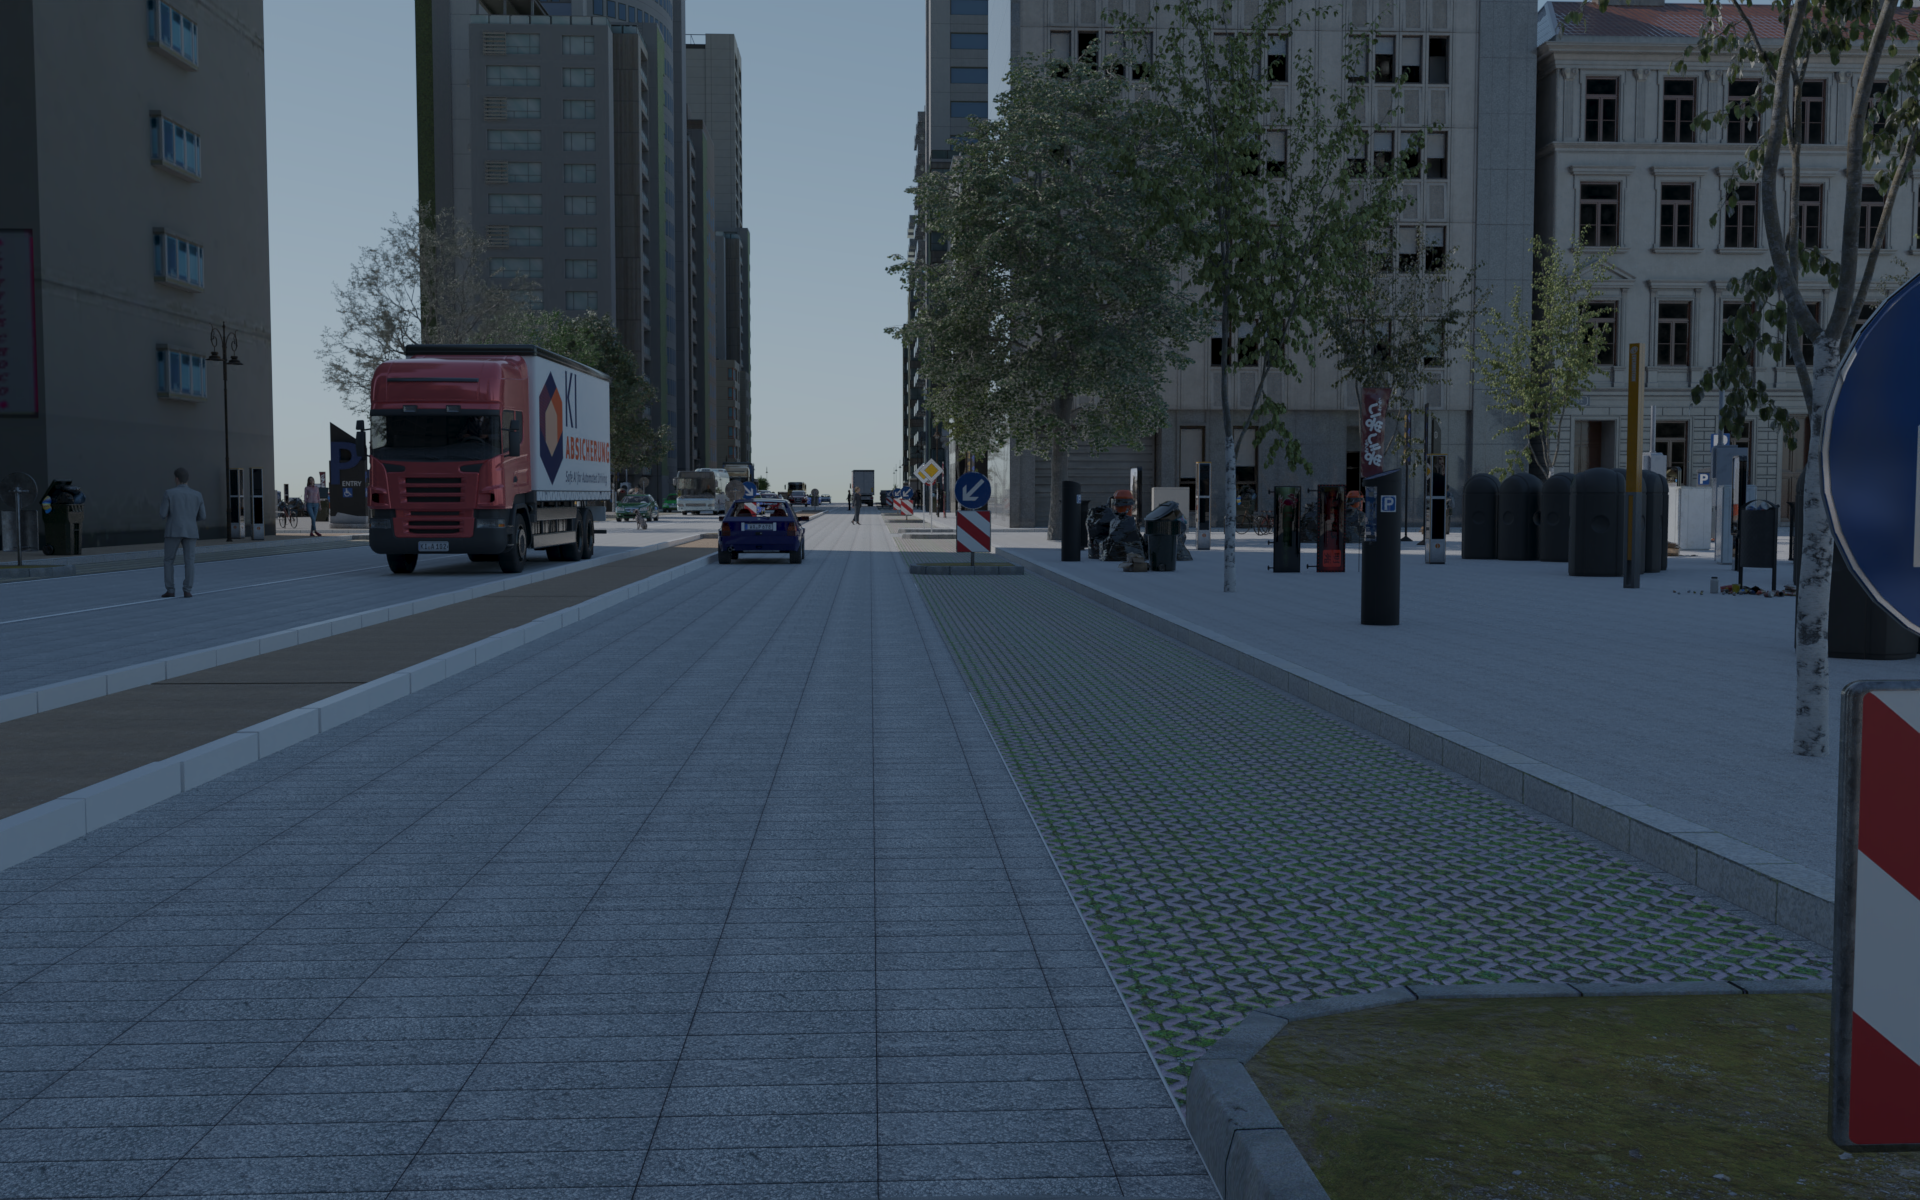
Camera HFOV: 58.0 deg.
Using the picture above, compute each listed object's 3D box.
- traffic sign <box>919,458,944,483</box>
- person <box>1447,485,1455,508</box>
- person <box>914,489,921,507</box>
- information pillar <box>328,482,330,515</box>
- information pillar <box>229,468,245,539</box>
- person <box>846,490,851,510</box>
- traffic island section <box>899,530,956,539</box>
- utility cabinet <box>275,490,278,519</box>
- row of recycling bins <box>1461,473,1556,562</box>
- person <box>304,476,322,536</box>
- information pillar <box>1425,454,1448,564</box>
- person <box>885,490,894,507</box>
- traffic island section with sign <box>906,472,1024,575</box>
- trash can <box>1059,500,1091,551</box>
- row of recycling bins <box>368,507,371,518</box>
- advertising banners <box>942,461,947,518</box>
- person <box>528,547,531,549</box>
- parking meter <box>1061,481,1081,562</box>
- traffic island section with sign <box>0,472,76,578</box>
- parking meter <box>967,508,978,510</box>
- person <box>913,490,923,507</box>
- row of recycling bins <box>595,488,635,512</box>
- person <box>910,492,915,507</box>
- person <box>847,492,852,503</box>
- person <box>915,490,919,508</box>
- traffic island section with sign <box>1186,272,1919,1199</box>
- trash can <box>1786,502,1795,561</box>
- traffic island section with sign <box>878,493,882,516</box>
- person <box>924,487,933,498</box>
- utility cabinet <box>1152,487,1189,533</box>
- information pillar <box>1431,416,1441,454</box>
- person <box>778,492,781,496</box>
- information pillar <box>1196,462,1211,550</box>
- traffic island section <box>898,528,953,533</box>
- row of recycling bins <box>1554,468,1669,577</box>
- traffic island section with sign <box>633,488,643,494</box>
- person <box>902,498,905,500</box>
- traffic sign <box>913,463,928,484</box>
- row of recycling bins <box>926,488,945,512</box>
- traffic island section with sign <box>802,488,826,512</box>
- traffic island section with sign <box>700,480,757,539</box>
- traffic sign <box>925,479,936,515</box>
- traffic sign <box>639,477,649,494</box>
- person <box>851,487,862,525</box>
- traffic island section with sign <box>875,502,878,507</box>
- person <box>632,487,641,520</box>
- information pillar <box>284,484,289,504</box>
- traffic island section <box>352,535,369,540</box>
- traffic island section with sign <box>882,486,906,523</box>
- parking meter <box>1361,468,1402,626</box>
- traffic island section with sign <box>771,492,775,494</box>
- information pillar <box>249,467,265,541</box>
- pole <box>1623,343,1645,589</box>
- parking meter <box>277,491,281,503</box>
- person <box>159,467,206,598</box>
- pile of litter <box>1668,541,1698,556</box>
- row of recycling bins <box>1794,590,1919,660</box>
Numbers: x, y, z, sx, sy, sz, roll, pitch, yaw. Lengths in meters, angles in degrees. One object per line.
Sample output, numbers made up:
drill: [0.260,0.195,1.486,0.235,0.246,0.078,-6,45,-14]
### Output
traffic sign: [-0.905,-3.301,56.155,0.795,2.593,0.064,0,4,-3]
person: [17.707,-3.323,63.177,0.623,1.781,0.721,-1,4,-16]
person: [-4.318,-10.010,170.262,0.990,1.755,0.434,-1,4,-13]
information pillar: [-38.652,-6.248,106.642,0.304,2.012,0.304,3,5,44]
information pillar: [-20.699,-2.757,49.570,0.304,2.012,0.304,0,4,3]
person: [-9.702,-8.726,151.305,0.705,1.807,1.348,-1,4,-16]
traffic island section: [-0.882,-2.077,56.239,2.009,0.180,2.903,0,4,-3]
utility cabinet: [-35.457,-4.928,89.249,0.318,1.500,1.173,-2,4,-33]
row of recycling bins: [11.228,-1.597,33.221,1.069,1.692,3.534,-3,5,-43]
person: [-19.621,-2.837,52.430,0.388,1.821,0.555,2,4,34]
information pillar: [8.710,-1.664,31.694,0.304,2.012,0.304,0,4,-1]
person: [-6.587,-9.726,167.530,1.348,1.823,0.705,1,4,10]
traffic island section with sign: [0.085,-1.391,31.376,1.989,1.847,2.006,0,4,-3]
trash can: [2.618,-1.701,39.460,0.748,1.137,0.748,0,3,0]
row of recycling bins: [-28.601,-4.970,88.368,1.069,1.692,3.534,3,4,38]
advertising banners: [-0.838,-5.891,92.499,0.090,3.025,2.074,0,4,-5]
person: [-11.119,-2.240,45.113,0.794,1.824,0.713,0,4,4]
parking meter: [2.116,-1.504,33.004,0.372,1.533,0.369,0,3,0]
traffic island section with sign: [-16.710,-1.325,30.289,1.989,1.847,2.006,0,4,-3]
parking meter: [0.451,-3.553,63.802,0.399,1.863,0.255,3,4,37]
person: [-4.039,-9.825,167.505,0.721,1.723,1.217,3,5,44]
row of recycling bins: [-24.871,-7.214,125.065,3.534,1.692,1.069,-2,4,-29]
person: [-4.657,-9.961,169.429,0.617,1.759,0.750,-1,4,-11]
person: [-14.198,-13.144,223.421,0.705,1.821,1.348,2,4,28]
person: [-4.102,-9.556,163.745,0.415,1.643,0.593,-1,4,-23]
traffic island section with sign: [1.526,0.314,3.491,1.989,1.847,2.006,0,4,-3]
trash can: [15.532,-1.228,31.736,0.748,1.137,0.748,0,3,0]
traffic island section with sign: [-4.195,-6.427,113.711,1.989,1.847,2.006,0,4,-3]
person: [-2.288,-8.282,141.081,1.348,1.869,0.705,-1,4,-10]
utility cabinet: [6.854,-2.922,56.452,1.173,1.500,0.318,0,4,-7]
information pillar: [14.349,-3.726,52.283,0.183,3.616,0.504,3,5,42]
person: [-25.110,-14.056,239.032,1.217,1.735,0.721,2,4,27]
information pillar: [5.588,-2.158,39.772,0.304,2.012,0.304,0,4,-1]
traffic island section: [-1.296,-2.565,64.213,2.009,0.180,2.903,0,4,-3]
row of recycling bins: [10.793,-1.289,28.192,1.069,1.692,3.534,2,4,35]
traffic island section with sign: [-21.015,-6.391,113.125,1.989,1.847,2.006,0,4,-3]
person: [-6.979,-12.551,211.122,0.709,1.838,0.599,1,4,17]
traffic sign: [-1.319,-3.788,64.129,0.795,2.593,0.064,0,4,-3]
row of recycling bins: [-1.794,-7.159,124.165,1.069,1.692,3.534,-1,4,-12]
traffic island section with sign: [-11.629,-7.978,138.578,2.006,1.907,1.989,0,4,-3]
traffic island section with sign: [-7.347,-2.936,56.143,2.006,1.907,1.989,0,4,-3]
traffic sign: [-1.860,-6.553,107.251,0.768,2.556,0.104,0,4,4]
traffic sign: [-23.489,-7.870,128.773,0.768,2.556,0.104,0,4,1]
person: [-4.853,-4.407,80.969,0.534,1.772,0.576,0,4,-2]
traffic island section with sign: [-6.797,-9.486,163.722,1.989,1.847,2.006,0,4,-3]
person: [-18.037,-5.381,96.445,0.622,1.834,0.822,0,4,-4]
information pillar: [-47.752,-7.235,122.788,0.304,2.012,0.304,-2,4,-31]
traffic island section: [-18.000,-2.023,55.358,2.009,0.180,2.903,0,4,-3]
traffic island section with sign: [-2.774,-4.752,86.318,1.989,1.847,2.006,0,4,-3]
parking meter: [4.136,-0.526,17.006,0.372,1.533,0.369,0,3,0]
traffic island section with sign: [-29.273,-16.114,272.093,1.989,1.847,2.006,0,4,-3]
information pillar: [-19.475,-2.659,47.968,0.304,2.012,0.304,-2,4,-35]
pole: [9.154,-1.814,23.510,0.158,3.312,0.155,0,3,0]
parking meter: [-53.770,-7.847,136.707,0.372,1.533,0.369,0,3,0]
person: [-10.837,-0.939,24.055,0.583,1.804,0.606,3,5,44]
pile of litter: [14.392,-1.339,35.862,1.719,0.858,1.176,2,4,26]
row of recycling bins: [8.446,-0.418,13.945,3.534,1.692,1.069,0,4,-7]
